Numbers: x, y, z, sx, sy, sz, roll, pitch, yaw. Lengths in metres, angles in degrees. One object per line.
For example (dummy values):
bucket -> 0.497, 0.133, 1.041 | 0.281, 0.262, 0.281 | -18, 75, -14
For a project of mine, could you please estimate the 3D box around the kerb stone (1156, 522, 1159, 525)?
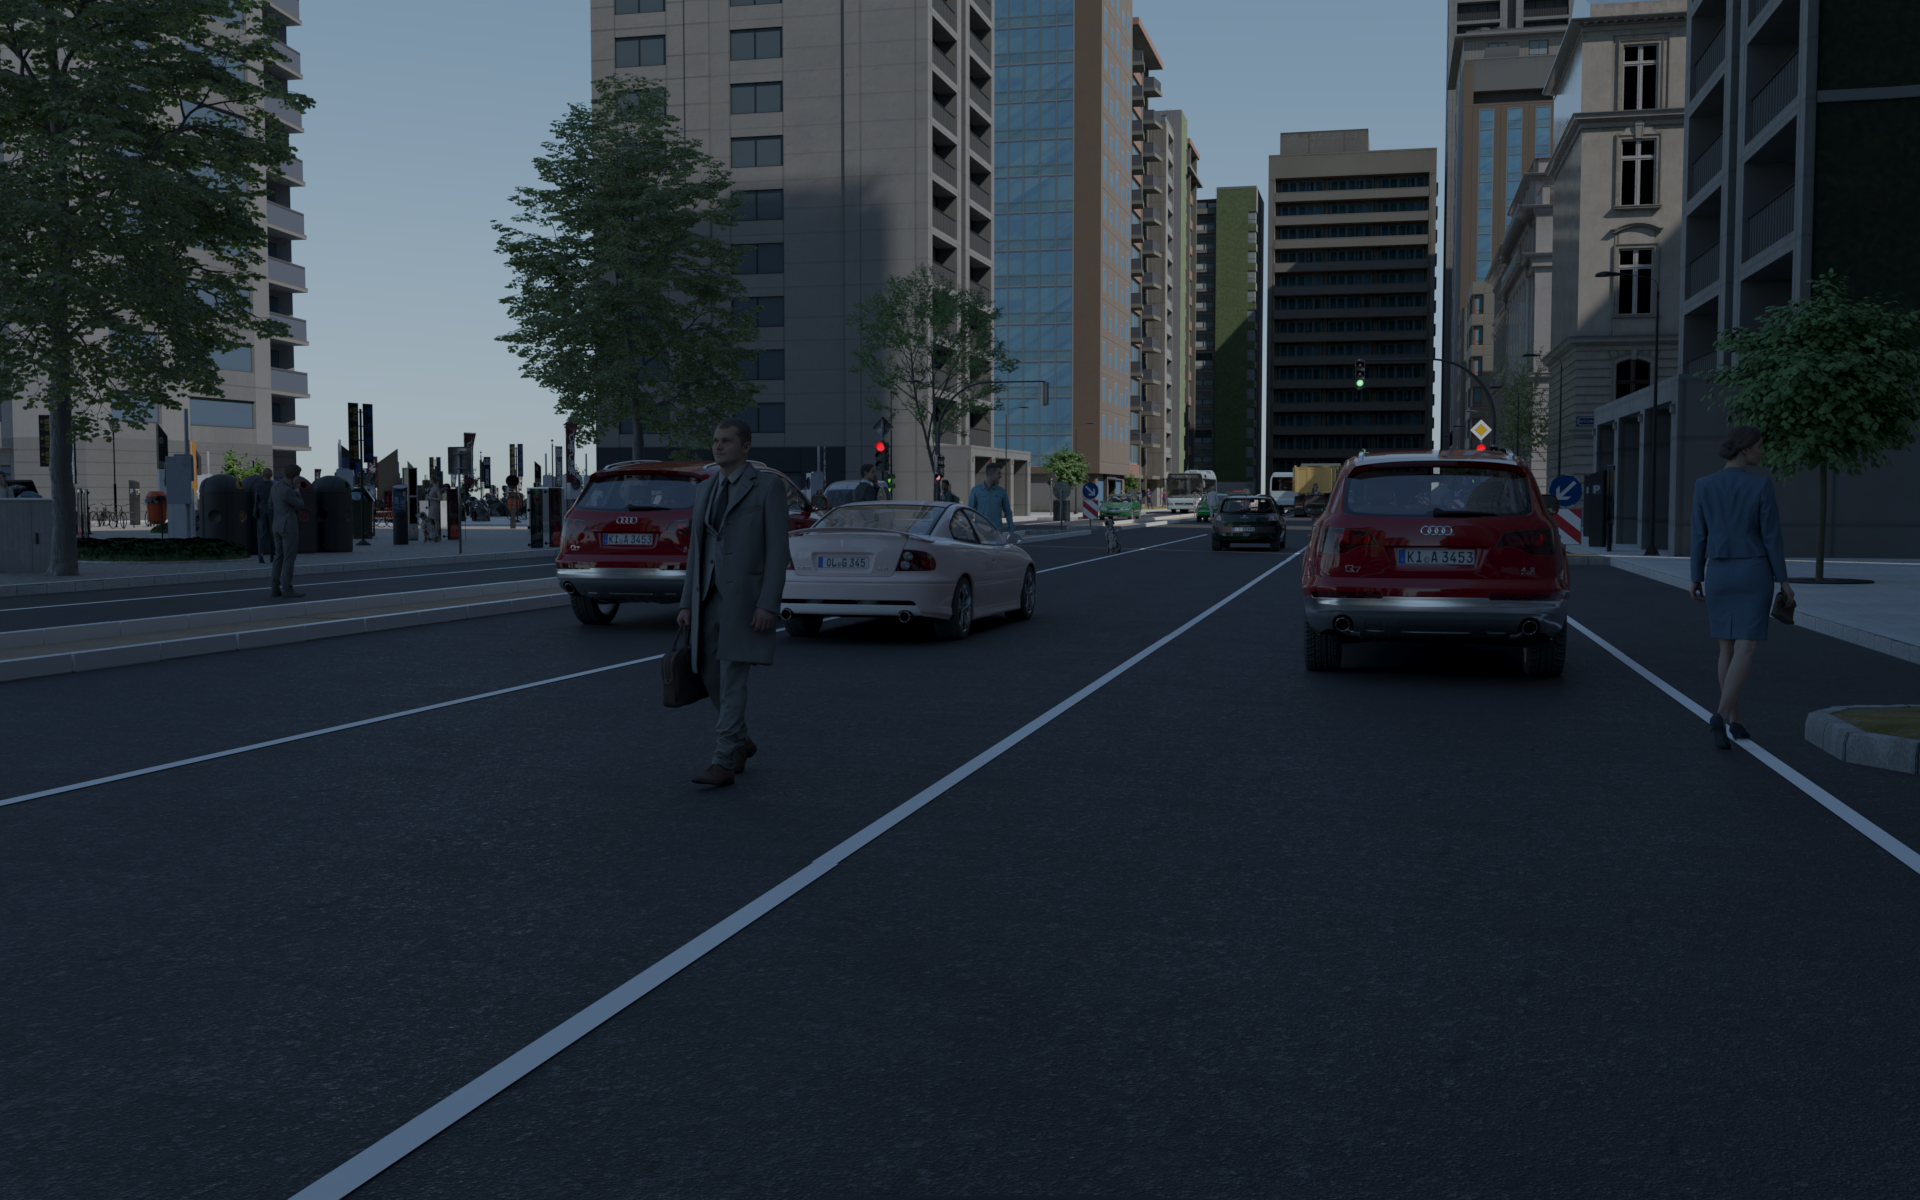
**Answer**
kerb stone -> 8.815, -3.454, 78.664 | 0.120, 0.150, 1.000 | 1, 4, 14

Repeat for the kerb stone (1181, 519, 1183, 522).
kerb stone -> 11.030, -4.001, 87.618 | 0.120, 0.150, 1.000 | 1, 4, 14

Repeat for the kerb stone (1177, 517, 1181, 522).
kerb stone -> 10.792, -3.941, 86.624 | 0.120, 0.150, 1.000 | 1, 4, 14

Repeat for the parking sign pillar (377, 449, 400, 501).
parking sign pillar -> -34.060, -7.018, 103.221 | 1.447, 3.967, 1.447 | 0, 4, 5

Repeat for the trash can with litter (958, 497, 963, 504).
trash can with litter -> -0.270, -4.453, 84.198 | 0.624, 1.170, 1.055 | 1, 4, 12

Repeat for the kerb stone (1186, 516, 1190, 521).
kerb stone -> 11.769, -4.184, 90.609 | 0.120, 0.150, 1.000 | 1, 4, 14

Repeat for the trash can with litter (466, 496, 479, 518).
trash can with litter -> -25.766, -4.947, 92.267 | 0.624, 1.170, 1.055 | 1, 4, 22

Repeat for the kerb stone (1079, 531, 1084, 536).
kerb stone -> 3.999, -2.262, 59.184 | 0.120, 0.150, 1.000 | 1, 4, 14

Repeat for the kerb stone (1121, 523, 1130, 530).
kerb stone -> 6.598, -2.900, 69.691 | 0.120, 0.150, 1.000 | 1, 4, 14

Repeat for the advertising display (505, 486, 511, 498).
advertising display -> -33.953, -7.672, 130.658 | 0.123, 1.923, 0.974 | 1, 4, 22

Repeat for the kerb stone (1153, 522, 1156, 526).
kerb stone -> 8.568, -3.388, 77.672 | 0.120, 0.150, 1.000 | 1, 4, 14

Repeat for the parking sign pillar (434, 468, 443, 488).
parking sign pillar -> -43.974, -9.625, 145.841 | 1.447, 3.967, 1.447 | -3, 5, -40

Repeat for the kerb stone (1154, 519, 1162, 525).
kerb stone -> 9.061, -3.514, 79.656 | 0.120, 0.150, 1.000 | 1, 4, 14

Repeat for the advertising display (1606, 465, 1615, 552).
advertising display -> 14.595, -2.058, 38.858 | 0.123, 1.923, 0.974 | 2, 4, 23

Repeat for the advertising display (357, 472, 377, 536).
advertising display -> -17.850, -2.871, 52.156 | 0.123, 1.923, 0.974 | 0, 4, 6

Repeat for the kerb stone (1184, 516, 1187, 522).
kerb stone -> 11.521, -4.123, 89.613 | 0.120, 0.150, 1.000 | 1, 4, 14

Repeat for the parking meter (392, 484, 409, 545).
parking meter -> -14.180, -2.170, 43.884 | 0.372, 1.533, 0.369 | 0, 3, 0

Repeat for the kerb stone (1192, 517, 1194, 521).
kerb stone -> 12.254, -4.298, 92.601 | 0.120, 0.150, 1.000 | 1, 4, 14

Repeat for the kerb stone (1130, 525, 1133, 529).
kerb stone -> 6.839, -2.966, 70.686 | 0.120, 0.150, 1.000 | 1, 4, 14

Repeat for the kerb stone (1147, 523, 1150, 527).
kerb stone -> 8.075, -3.264, 75.658 | 0.120, 0.150, 1.000 | 1, 4, 14

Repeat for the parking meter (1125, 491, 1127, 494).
parking meter -> 13.252, -7.868, 137.045 | 0.372, 1.533, 0.369 | 0, 3, 0

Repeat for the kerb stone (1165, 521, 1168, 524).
kerb stone -> 9.558, -3.636, 81.646 | 0.120, 0.150, 1.000 | 1, 4, 14

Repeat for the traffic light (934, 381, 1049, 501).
traffic light -> 1.193, -5.821, 69.846 | 4.771, 5.953, 1.251 | 1, 4, 14

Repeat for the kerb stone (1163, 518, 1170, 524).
kerb stone -> 9.802, -3.698, 82.654 | 0.120, 0.150, 1.000 | 1, 4, 14

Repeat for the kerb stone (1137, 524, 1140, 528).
kerb stone -> 7.331, -3.087, 72.671 | 0.120, 0.150, 1.000 | 1, 4, 14

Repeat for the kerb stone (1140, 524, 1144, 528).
kerb stone -> 7.582, -3.144, 73.662 | 0.120, 0.150, 1.000 | 1, 4, 14

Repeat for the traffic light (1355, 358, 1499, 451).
traffic light -> 15.623, -5.091, 57.902 | 4.771, 5.953, 1.251 | 1, 4, 14

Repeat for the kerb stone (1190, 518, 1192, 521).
kerb stone -> 12.022, -4.243, 91.605 | 0.120, 0.150, 1.000 | 1, 4, 14

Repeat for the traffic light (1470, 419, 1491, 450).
traffic light -> 19.592, -4.671, 65.293 | 0.839, 4.253, 0.868 | 1, 4, 14

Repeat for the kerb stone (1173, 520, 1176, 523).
kerb stone -> 10.295, -3.819, 84.639 | 0.120, 0.150, 1.000 | 1, 4, 14

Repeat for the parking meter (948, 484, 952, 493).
parking meter -> -0.634, -4.855, 85.093 | 0.399, 1.863, 0.255 | -3, 4, -37

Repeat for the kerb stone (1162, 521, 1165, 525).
kerb stone -> 9.312, -3.575, 80.654 | 0.120, 0.150, 1.000 | 1, 4, 14

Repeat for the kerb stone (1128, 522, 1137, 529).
kerb stone -> 7.080, -3.027, 71.679 | 0.120, 0.150, 1.000 | 1, 4, 14

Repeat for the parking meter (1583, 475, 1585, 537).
parking meter -> 18.980, -2.835, 52.070 | 0.255, 1.863, 0.399 | -3, 5, -42

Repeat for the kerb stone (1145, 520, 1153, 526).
kerb stone -> 8.323, -3.331, 76.668 | 0.120, 0.150, 1.000 | 1, 4, 14

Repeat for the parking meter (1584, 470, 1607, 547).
parking meter -> 15.467, -2.220, 42.005 | 0.399, 1.863, 0.255 | 3, 5, 43

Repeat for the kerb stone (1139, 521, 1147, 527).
kerb stone -> 7.824, -3.209, 74.655 | 0.120, 0.150, 1.000 | 1, 4, 14

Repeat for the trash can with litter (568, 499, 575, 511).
trash can with litter -> -20.561, -4.979, 92.470 | 2.233, 1.210, 1.678 | 3, 4, 39

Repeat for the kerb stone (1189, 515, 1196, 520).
kerb stone -> 12.515, -4.367, 93.591 | 0.120, 0.150, 1.000 | 1, 4, 14

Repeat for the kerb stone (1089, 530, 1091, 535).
kerb stone -> 4.491, -2.384, 61.170 | 0.120, 0.150, 1.000 | 1, 4, 14

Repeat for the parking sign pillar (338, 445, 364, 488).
parking sign pillar -> -32.357, -6.339, 92.114 | 1.447, 3.967, 1.447 | 3, 5, 39

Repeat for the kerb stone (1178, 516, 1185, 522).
kerb stone -> 11.283, -4.063, 88.619 | 0.120, 0.150, 1.000 | 1, 4, 14

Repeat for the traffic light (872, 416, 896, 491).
traffic light -> -2.776, -4.504, 62.562 | 0.839, 4.253, 0.868 | 1, 4, 14

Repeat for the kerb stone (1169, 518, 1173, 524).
kerb stone -> 10.043, -3.755, 83.648 | 0.120, 0.150, 1.000 | 1, 4, 14

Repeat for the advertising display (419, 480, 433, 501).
advertising display -> -24.050, -4.470, 78.292 | 0.123, 1.923, 0.974 | 0, 4, 5

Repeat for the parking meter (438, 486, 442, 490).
parking meter -> -39.470, -7.689, 131.433 | 0.255, 1.863, 0.399 | 1, 4, 16

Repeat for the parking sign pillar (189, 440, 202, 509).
parking sign pillar -> -37.701, -5.904, 84.997 | 1.447, 3.967, 1.447 | 3, 5, 42

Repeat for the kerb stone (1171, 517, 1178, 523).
kerb stone -> 10.536, -3.876, 85.634 | 0.120, 0.150, 1.000 | 1, 4, 14

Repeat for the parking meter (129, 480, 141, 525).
parking meter -> -34.011, -4.017, 71.382 | 0.399, 1.863, 0.255 | 2, 4, 24

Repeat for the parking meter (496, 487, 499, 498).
parking meter -> -40.736, -8.972, 152.405 | 0.255, 1.863, 0.399 | 0, 4, -8

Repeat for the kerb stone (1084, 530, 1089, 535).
kerb stone -> 4.251, -2.318, 60.176 | 0.120, 0.150, 1.000 | 1, 4, 14

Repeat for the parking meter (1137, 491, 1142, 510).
parking meter -> 14.421, -7.999, 139.197 | 0.372, 1.533, 0.369 | 0, 3, 0
